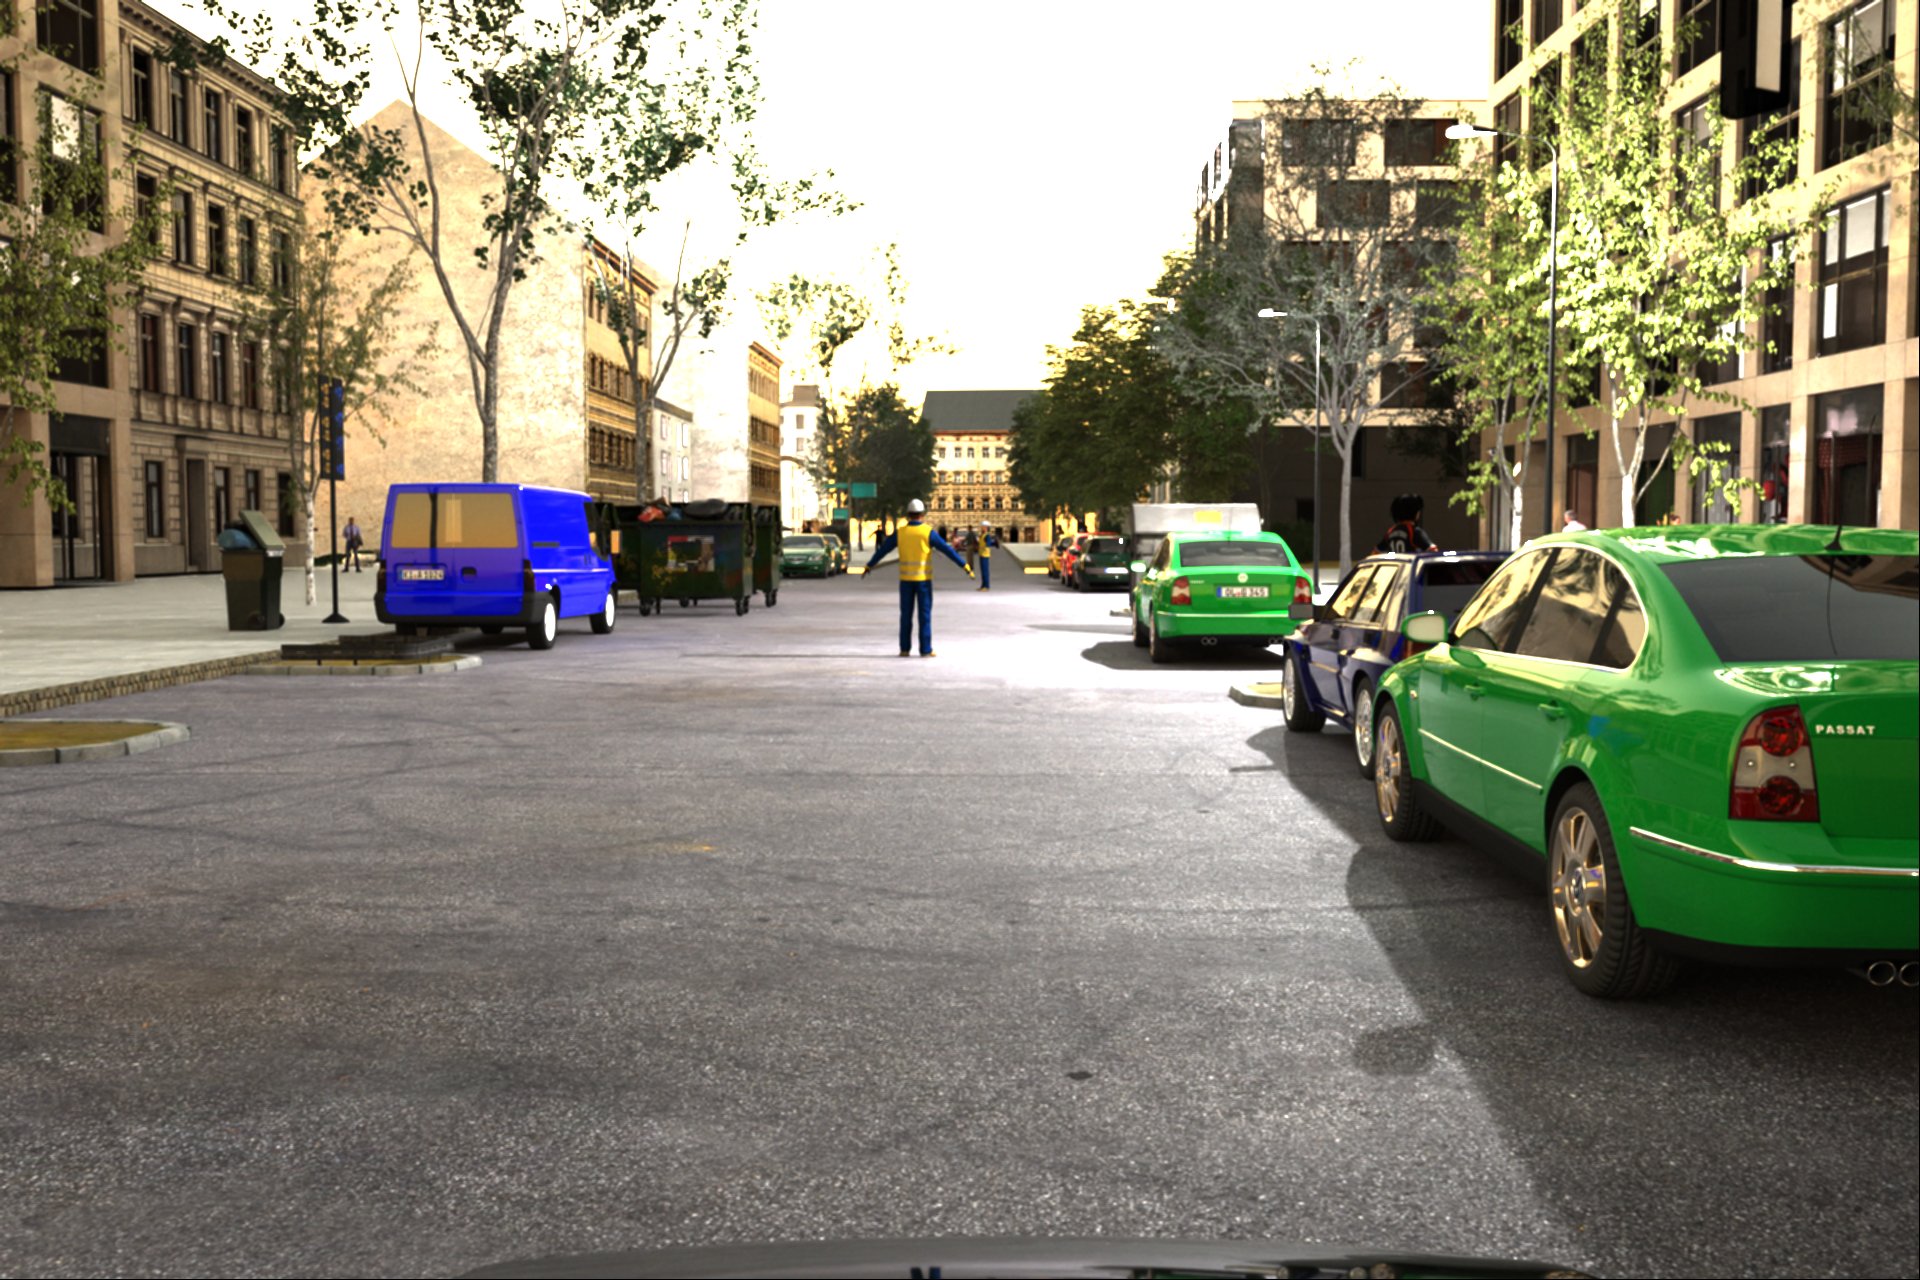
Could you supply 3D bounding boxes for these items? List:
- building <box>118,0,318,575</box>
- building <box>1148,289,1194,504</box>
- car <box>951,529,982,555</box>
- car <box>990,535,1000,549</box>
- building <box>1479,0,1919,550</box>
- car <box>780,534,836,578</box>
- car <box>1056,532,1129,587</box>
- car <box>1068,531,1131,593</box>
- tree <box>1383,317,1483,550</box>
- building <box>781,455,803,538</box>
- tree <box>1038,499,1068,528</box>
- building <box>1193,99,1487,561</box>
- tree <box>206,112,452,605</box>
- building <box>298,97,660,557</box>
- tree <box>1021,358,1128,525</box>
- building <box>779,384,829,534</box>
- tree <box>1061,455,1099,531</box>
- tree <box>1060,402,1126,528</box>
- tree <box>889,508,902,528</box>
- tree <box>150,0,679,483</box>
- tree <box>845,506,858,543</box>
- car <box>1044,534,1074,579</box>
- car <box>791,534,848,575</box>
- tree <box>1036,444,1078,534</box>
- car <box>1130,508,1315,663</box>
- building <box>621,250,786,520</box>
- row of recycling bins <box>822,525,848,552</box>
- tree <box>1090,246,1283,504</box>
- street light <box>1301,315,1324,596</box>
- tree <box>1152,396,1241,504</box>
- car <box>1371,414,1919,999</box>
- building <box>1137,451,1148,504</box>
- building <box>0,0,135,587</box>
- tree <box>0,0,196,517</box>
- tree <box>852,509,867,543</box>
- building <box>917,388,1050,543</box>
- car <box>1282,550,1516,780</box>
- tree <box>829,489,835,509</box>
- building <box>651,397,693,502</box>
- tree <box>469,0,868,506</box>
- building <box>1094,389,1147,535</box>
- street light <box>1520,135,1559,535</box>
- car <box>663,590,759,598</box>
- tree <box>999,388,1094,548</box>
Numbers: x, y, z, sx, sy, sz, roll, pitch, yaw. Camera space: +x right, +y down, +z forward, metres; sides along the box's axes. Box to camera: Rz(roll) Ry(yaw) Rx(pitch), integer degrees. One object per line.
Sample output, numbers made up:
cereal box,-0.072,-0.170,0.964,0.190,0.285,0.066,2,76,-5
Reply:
building,-28.415,-11.605,53.365,10.561,19.211,19.286,0,4,1
building,24.256,-16.263,132.350,16.747,18.905,31.486,0,4,1
car,0.531,-6.931,121.990,2.281,1.827,5.304,0,4,1
car,2.983,-9.684,170.906,1.945,1.354,3.894,0,4,0
building,26.850,-14.504,40.350,19.350,26.588,34.151,0,4,1
car,-5.163,-2.791,57.436,2.131,1.459,4.920,0,4,1
car,3.769,-2.404,48.347,2.155,1.783,4.494,0,4,1
car,3.762,-2.066,43.573,2.009,1.686,4.222,0,4,0
tree,21.433,-8.395,71.672,7.601,10.594,8.767,-3,5,-44
building,-22.484,-15.653,198.080,9.099,9.664,28.070,0,4,0
tree,9.483,-13.182,165.879,4.360,8.622,3.978,0,3,0
building,26.918,-15.539,98.036,27.936,21.610,32.646,0,4,1
tree,-11.937,-4.931,30.988,4.360,8.622,3.978,0,3,0
building,-28.113,-16.256,96.717,19.493,23.208,18.063,0,4,1
tree,7.876,-11.885,112.451,7.486,12.596,7.792,0,3,0
building,-22.903,-22.208,219.525,16.016,20.090,11.380,0,4,2
tree,8.148,-10.398,120.363,4.360,8.622,3.978,0,3,0
tree,7.590,-8.801,94.262,4.737,8.622,4.395,0,3,0
tree,-9.162,-18.926,259.801,4.737,8.622,4.395,0,3,0
tree,-12.891,-11.473,43.468,12.611,20.169,13.585,0,3,0
tree,-15.045,-18.653,255.335,4.360,8.622,3.978,0,3,0
car,3.816,-2.869,57.124,2.015,1.641,3.980,0,4,0
car,-5.070,-3.112,62.680,2.131,1.459,4.920,0,4,1
tree,8.104,-10.735,125.886,4.360,8.622,3.978,0,3,0
car,3.050,-0.722,20.600,1.959,1.807,4.718,0,4,1
building,-25.323,-19.117,143.499,19.493,23.208,18.063,0,4,2
row of recycling bins,-5.564,-4.310,77.576,1.069,1.692,3.534,0,4,2
tree,9.117,-9.248,69.336,7.486,12.596,7.792,0,3,0
street light,7.958,-3.875,35.897,1.470,5.913,1.316,0,4,1
tree,10.159,-7.820,78.215,4.360,8.622,3.978,0,3,0
car,2.835,0.129,6.694,1.959,1.807,4.718,0,4,1
building,29.854,-22.111,192.435,19.493,23.208,18.063,0,4,1
building,-30.756,-13.623,25.937,19.351,26.588,34.151,0,4,2
tree,-12.216,-4.365,21.737,4.737,8.622,4.395,0,3,0
tree,-14.202,-19.047,261.774,4.360,8.622,3.978,0,3,0
building,3.853,-26.150,260.940,18.063,23.208,19.493,0,4,7
car,3.226,0.071,11.415,1.945,1.354,3.894,0,4,1
tree,-23.346,-21.524,262.290,12.009,13.543,11.850,0,3,0
building,-23.105,-10.903,120.407,9.099,9.664,28.070,0,3,0
tree,-9.661,-12.415,58.868,12.611,20.169,13.585,0,3,0
building,27.153,-24.021,223.677,19.493,23.208,18.063,0,4,1
street light,7.297,-2.888,19.766,1.470,5.913,1.316,0,4,1
car,-5.724,-1.886,39.873,2.155,1.783,4.494,0,4,1
tree,8.216,-14.860,149.616,9.857,13.997,8.962,0,3,0
